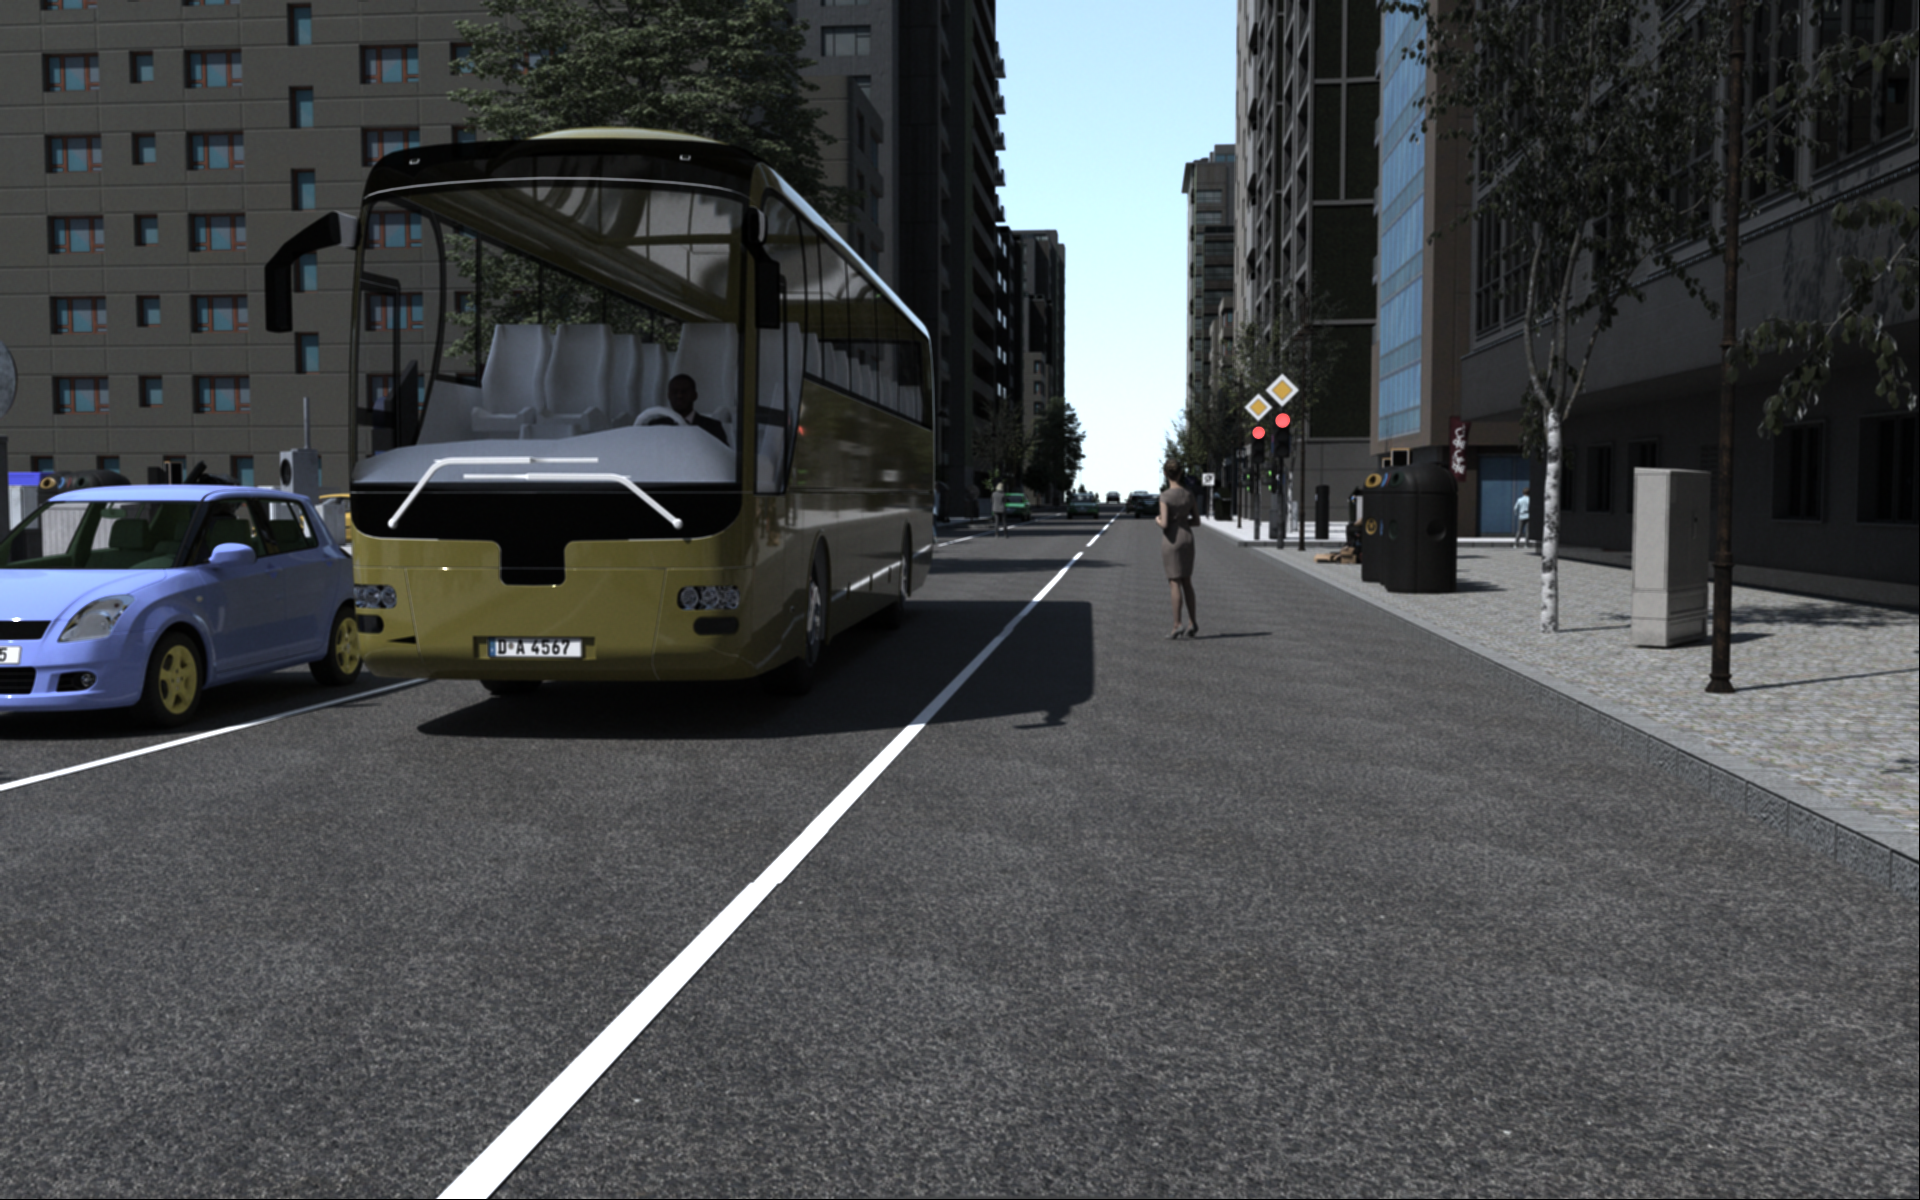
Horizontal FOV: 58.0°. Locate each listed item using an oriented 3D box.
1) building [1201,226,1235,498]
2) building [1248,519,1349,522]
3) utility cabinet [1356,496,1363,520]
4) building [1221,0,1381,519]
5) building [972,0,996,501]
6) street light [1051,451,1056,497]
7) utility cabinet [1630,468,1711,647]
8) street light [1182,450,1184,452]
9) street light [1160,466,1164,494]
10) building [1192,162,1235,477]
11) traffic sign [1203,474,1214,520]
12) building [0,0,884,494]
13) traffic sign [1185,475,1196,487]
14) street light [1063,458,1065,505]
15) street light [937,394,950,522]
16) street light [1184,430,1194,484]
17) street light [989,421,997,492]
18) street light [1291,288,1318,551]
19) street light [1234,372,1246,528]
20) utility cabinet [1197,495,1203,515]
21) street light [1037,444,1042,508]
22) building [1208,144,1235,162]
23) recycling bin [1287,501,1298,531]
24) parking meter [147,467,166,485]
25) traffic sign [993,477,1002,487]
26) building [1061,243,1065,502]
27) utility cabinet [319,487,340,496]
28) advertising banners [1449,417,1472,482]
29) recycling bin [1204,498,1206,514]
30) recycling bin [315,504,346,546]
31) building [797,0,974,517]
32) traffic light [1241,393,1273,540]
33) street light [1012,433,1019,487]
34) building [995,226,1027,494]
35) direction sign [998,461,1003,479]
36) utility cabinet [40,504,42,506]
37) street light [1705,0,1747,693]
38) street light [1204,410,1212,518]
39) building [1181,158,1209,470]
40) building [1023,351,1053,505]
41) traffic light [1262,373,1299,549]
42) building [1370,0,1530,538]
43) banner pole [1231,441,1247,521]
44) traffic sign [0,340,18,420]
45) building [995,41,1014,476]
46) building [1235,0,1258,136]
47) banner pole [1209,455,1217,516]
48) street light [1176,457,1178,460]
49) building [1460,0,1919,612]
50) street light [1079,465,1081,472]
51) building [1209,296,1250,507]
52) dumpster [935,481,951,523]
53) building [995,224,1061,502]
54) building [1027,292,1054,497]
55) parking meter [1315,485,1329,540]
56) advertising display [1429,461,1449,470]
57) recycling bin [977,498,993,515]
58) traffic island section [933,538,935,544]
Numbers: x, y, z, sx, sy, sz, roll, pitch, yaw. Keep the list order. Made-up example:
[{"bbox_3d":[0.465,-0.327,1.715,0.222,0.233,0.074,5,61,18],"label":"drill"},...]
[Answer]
[{"bbox_3d":[33.183,-25.440,187.652,14.160,30.474,14.107,0,4,6],"label":"building"},{"bbox_3d":[24.300,-39.339,81.442,20.563,71.187,20.611,0,4,6],"label":"building"},{"bbox_3d":[12.337,-2.502,52.076,0.306,1.237,1.020,-1,4,-22],"label":"utility cabinet"},{"bbox_3d":[27.785,-41.095,110.152,20.563,71.187,20.611,0,4,6],"label":"building"},{"bbox_3d":[-8.679,-31.368,136.566,21.300,48.544,21.600,0,4,6],"label":"building"},{"bbox_3d":[9.925,-12.855,182.970,0.468,5.910,1.993,0,4,6],"label":"street light"},{"bbox_3d":[6.090,-0.374,14.791,0.318,1.500,1.173,3,4,39],"label":"utility cabinet"},{"bbox_3d":[18.343,-10.312,141.386,0.468,5.910,1.993,0,4,6],"label":"street light"},{"bbox_3d":[32.508,-18.848,280.955,0.468,5.910,1.993,0,4,6],"label":"street light"},{"bbox_3d":[36.041,-32.522,215.323,14.154,41.232,14.086,0,4,6],"label":"building"},{"bbox_3d":[12.304,-5.118,85.810,0.606,2.300,0.079,1,4,12],"label":"traffic sign"},{"bbox_3d":[-18.770,-13.619,67.717,27.650,21.520,28.899,0,4,6],"label":"building"},{"bbox_3d":[15.413,-7.081,115.879,0.768,2.556,0.104,0,4,7],"label":"traffic sign"},{"bbox_3d":[12.527,-14.448,209.006,0.468,5.910,1.993,0,4,6],"label":"street light"},{"bbox_3d":[-0.774,-6.511,79.238,0.468,5.910,1.993,0,4,6],"label":"street light"},{"bbox_3d":[16.263,-9.141,122.246,0.468,5.910,1.993,0,4,6],"label":"street light"},{"bbox_3d":[2.099,-8.226,107.277,0.468,5.910,1.993,0,4,6],"label":"street light"},{"bbox_3d":[7.749,-4.055,39.095,0.468,5.910,1.993,0,4,6],"label":"street light"},{"bbox_3d":[10.572,-5.661,65.348,0.468,5.910,1.993,0,4,6],"label":"street light"},{"bbox_3d":[14.780,-5.840,106.651,0.306,1.237,1.020,1,4,14],"label":"utility cabinet"},{"bbox_3d":[7.048,-11.140,154.931,0.468,5.910,1.993,0,4,6],"label":"street light"},{"bbox_3d":[43.700,-37.768,237.110,23.786,49.044,30.456,0,4,6],"label":"building"},{"bbox_3d":[11.312,-2.902,60.000,0.722,1.027,0.722,0,4,4],"label":"recycling bin"},{"bbox_3d":[-17.322,-1.937,37.385,0.255,1.863,0.399,0,4,-5],"label":"parking meter"},{"bbox_3d":[2.289,-6.343,105.838,0.606,2.300,0.079,0,4,8],"label":"traffic sign"},{"bbox_3d":[9.392,-36.201,275.472,14.154,41.232,14.086,0,4,6],"label":"building"},{"bbox_3d":[-18.871,-2.586,50.967,1.173,1.500,0.318,-3,5,-41],"label":"utility cabinet"},{"bbox_3d":[10.448,-2.610,38.861,2.074,3.025,0.090,0,4,0],"label":"advertising banners"},{"bbox_3d":[15.592,-6.110,112.452,0.722,1.027,0.722,-1,4,-11],"label":"recycling bin"},{"bbox_3d":[-15.659,-1.843,42.686,0.722,1.027,0.722,2,4,26],"label":"recycling bin"},{"bbox_3d":[-6.883,-25.192,95.492,14.154,41.232,14.086,0,4,6],"label":"building"},{"bbox_3d":[8.279,-3.631,48.291,0.839,4.253,0.868,0,4,6],"label":"traffic light"},{"bbox_3d":[3.990,-9.366,125.916,0.468,5.910,1.993,0,4,6],"label":"street light"},{"bbox_3d":[-0.618,-25.313,185.574,14.160,30.474,14.107,0,4,6],"label":"building"},{"bbox_3d":[2.749,-7.728,118.343,0.379,3.537,0.876,1,4,22],"label":"direction sign"},{"bbox_3d":[-7.301,-0.213,14.640,1.020,1.237,0.306,2,4,27],"label":"utility cabinet"},{"bbox_3d":[4.928,-2.340,11.050,0.468,5.910,1.993,0,4,6],"label":"street light"},{"bbox_3d":[13.408,-7.398,93.742,0.468,5.910,1.993,0,4,6],"label":"street light"},{"bbox_3d":[48.557,-41.367,265.595,28.713,52.752,27.495,0,4,6],"label":"building"},{"bbox_3d":[-2.339,-23.336,226.575,27.650,21.520,28.899,0,4,6],"label":"building"},{"bbox_3d":[7.465,-3.145,40.347,0.839,4.253,0.868,0,4,6],"label":"traffic light"},{"bbox_3d":[21.469,-24.786,55.355,14.200,45.320,14.600,0,4,6],"label":"building"},{"bbox_3d":[13.082,-5.610,81.735,0.863,3.779,0.401,0,4,2],"label":"banner pole"},{"bbox_3d":[-7.651,-0.816,13.451,0.768,2.556,0.104,1,4,13],"label":"traffic sign"},{"bbox_3d":[-7.345,-33.256,163.338,23.786,49.044,30.456,0,4,6],"label":"building"},{"bbox_3d":[35.784,-33.421,135.677,28.713,52.752,27.495,0,4,6],"label":"building"},{"bbox_3d":[14.866,-6.824,101.590,0.401,3.779,0.863,2,4,34],"label":"banner pole"},{"bbox_3d":[21.155,-12.058,169.931,0.468,5.910,1.993,0,4,6],"label":"street light"},{"bbox_3d":[16.424,-14.094,23.939,14.314,27.812,24.014,0,4,6],"label":"building"},{"bbox_3d":[18.426,-17.900,265.449,0.468,5.910,1.993,0,4,6],"label":"street light"},{"bbox_3d":[38.222,-19.549,164.672,27.650,21.520,28.899,0,4,6],"label":"building"},{"bbox_3d":[-1.110,-4.318,76.360,1.264,1.857,1.865,0,4,6],"label":"dumpster"},{"bbox_3d":[7.399,-35.320,261.072,14.154,41.232,14.086,0,4,6],"label":"building"},{"bbox_3d":[6.025,-29.085,247.243,14.160,30.474,14.107,0,4,6],"label":"building"},{"bbox_3d":[10.202,-2.469,48.772,0.372,1.533,0.369,0,3,0],"label":"parking meter"},{"bbox_3d":[9.547,-1.804,34.710,0.123,1.923,0.974,0,4,-4],"label":"advertising display"},{"bbox_3d":[1.492,-5.631,104.629,0.722,1.027,0.722,3,4,36],"label":"recycling bin"},{"bbox_3d":[-1.820,-1.661,49.442,2.009,0.180,2.903,0,4,6],"label":"traffic island section"}]
